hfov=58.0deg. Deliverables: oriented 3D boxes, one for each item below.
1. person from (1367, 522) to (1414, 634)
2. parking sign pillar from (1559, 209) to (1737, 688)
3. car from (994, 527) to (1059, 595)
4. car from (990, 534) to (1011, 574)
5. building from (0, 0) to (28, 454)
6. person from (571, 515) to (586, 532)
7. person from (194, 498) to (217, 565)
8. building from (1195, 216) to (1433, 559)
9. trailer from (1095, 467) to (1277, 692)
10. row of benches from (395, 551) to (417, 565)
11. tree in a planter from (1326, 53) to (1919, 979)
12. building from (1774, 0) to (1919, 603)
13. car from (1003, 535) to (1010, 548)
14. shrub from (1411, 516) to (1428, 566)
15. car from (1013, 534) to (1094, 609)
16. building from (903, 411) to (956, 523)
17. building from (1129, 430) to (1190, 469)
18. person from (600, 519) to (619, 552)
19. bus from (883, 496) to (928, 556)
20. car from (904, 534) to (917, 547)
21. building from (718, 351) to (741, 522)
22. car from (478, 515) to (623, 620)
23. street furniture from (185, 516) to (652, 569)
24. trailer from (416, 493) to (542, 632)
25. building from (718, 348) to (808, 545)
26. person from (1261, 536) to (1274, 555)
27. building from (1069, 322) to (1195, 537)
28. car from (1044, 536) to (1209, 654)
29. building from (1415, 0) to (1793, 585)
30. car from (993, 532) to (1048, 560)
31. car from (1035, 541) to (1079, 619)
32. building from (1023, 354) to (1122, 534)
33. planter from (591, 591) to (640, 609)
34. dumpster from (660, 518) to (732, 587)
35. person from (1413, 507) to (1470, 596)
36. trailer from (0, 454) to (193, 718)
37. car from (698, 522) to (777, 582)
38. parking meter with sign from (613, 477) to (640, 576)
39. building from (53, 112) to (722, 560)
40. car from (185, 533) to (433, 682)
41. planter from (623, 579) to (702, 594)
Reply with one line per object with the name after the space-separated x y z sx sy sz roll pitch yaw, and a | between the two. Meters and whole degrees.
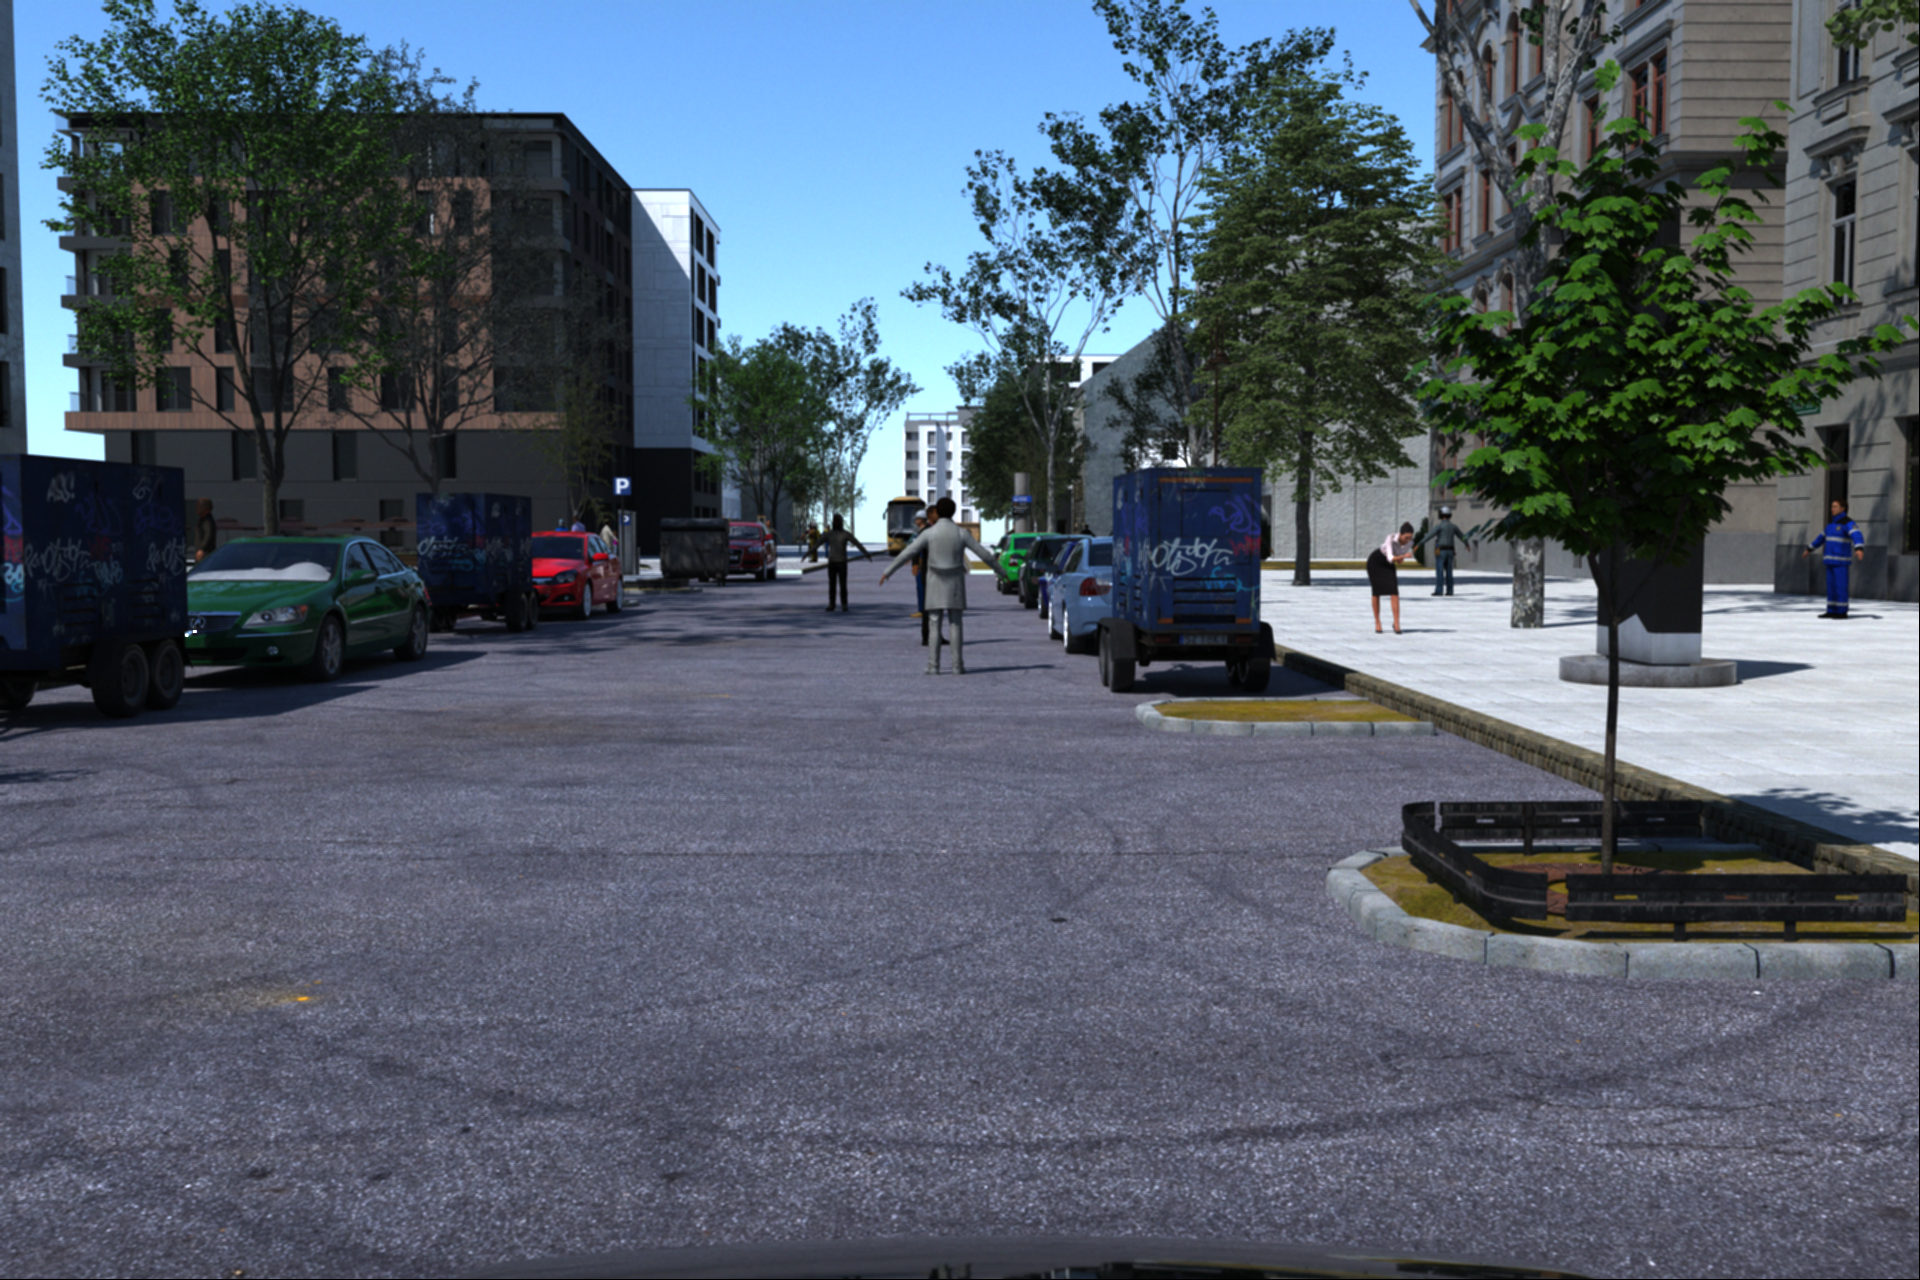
5.563 -0.796 22.239 0.799 1.438 0.628 3 5 40 | person
5.996 -1.623 15.017 1.447 3.967 1.447 0 4 0 | parking sign pillar
1.835 -2.051 42.325 1.959 1.807 4.718 0 4 -1 | car
2.095 -3.179 61.770 2.009 1.686 4.222 0 4 -1 | car
-30.532 -11.291 38.487 10.420 20.400 16.860 0 4 -1 | building
-11.405 -2.774 51.273 0.599 1.838 0.709 2 4 33 | person
-11.012 -1.165 25.235 0.705 1.807 1.348 -2 4 -24 | person
24.640 -14.594 105.074 16.747 18.905 31.486 0 4 0 | building
2.035 -0.592 16.723 1.471 1.999 3.904 0 4 -2 | trailer
-18.442 -2.853 62.106 4.104 0.672 1.422 -2 4 -31 | row of benches
2.462 -0.566 6.482 1.991 3.239 1.994 0 4 0 | tree in a planter
25.729 -14.616 15.391 17.030 29.872 44.131 0 4 0 | building
2.048 -2.593 52.625 2.015 1.641 3.980 0 3 0 | car
18.766 -3.979 69.099 1.661 2.075 1.752 0 3 0 | shrub
2.077 -1.525 34.722 2.009 1.686 4.222 0 4 0 | car
-7.938 -24.384 257.548 11.380 20.090 16.016 -1 4 -10 | building
19.340 -12.100 139.979 9.099 9.664 28.070 0 4 0 | building
-12.358 -3.352 60.896 0.704 1.819 1.344 -3 5 -40 | person
-3.417 -7.553 115.040 2.896 3.916 12.252 0 4 0 | bus
-2.160 -5.341 99.120 2.131 1.459 4.920 0 4 -2 | car
-29.232 -19.748 179.302 16.016 20.090 11.380 0 4 -1 | building
-7.079 -1.289 30.123 2.155 1.783 4.494 0 3 0 | car
-23.510 -4.072 71.603 27.439 1.986 14.083 1 4 9 | street furniture
-7.073 -1.087 24.814 1.471 1.999 3.904 0 4 0 | trailer
-28.516 -23.103 208.655 19.493 23.208 18.063 0 3 0 | building
5.087 -1.578 31.870 1.348 1.821 0.705 1 4 13 | person
21.880 -21.634 184.643 19.493 23.208 18.063 0 3 0 | building
2.103 -0.614 22.037 2.014 1.417 4.499 0 4 -1 | car
24.059 -16.323 54.273 14.401 28.519 23.554 0 4 -1 | building
1.992 -2.326 47.066 2.155 1.783 4.494 0 4 -1 | car
2.228 -0.951 28.130 1.945 1.354 3.894 0 4 -2 | car
21.597 -22.604 213.548 27.936 21.610 32.646 0 4 -1 | building
-7.410 -0.800 34.217 1.991 0.319 1.994 0 3 0 | planter
-7.233 -2.392 47.318 1.865 1.857 1.264 0 4 0 | dumpster
10.030 -1.839 35.905 1.345 1.849 0.704 -1 4 -17 | person
-7.148 -0.368 13.064 1.471 1.999 3.904 0 4 -1 | trailer
-6.829 -2.735 53.384 2.281 1.827 5.304 0 4 -1 | car
-10.351 -3.532 54.016 0.543 3.016 1.738 0 3 0 | parking meter with sign
-29.887 -15.693 100.554 27.936 21.610 32.646 0 4 0 | building
-7.004 -0.394 18.237 2.131 1.459 4.920 0 4 -1 | car
-7.391 -1.306 42.498 1.991 0.319 1.994 0 4 1 | planter
